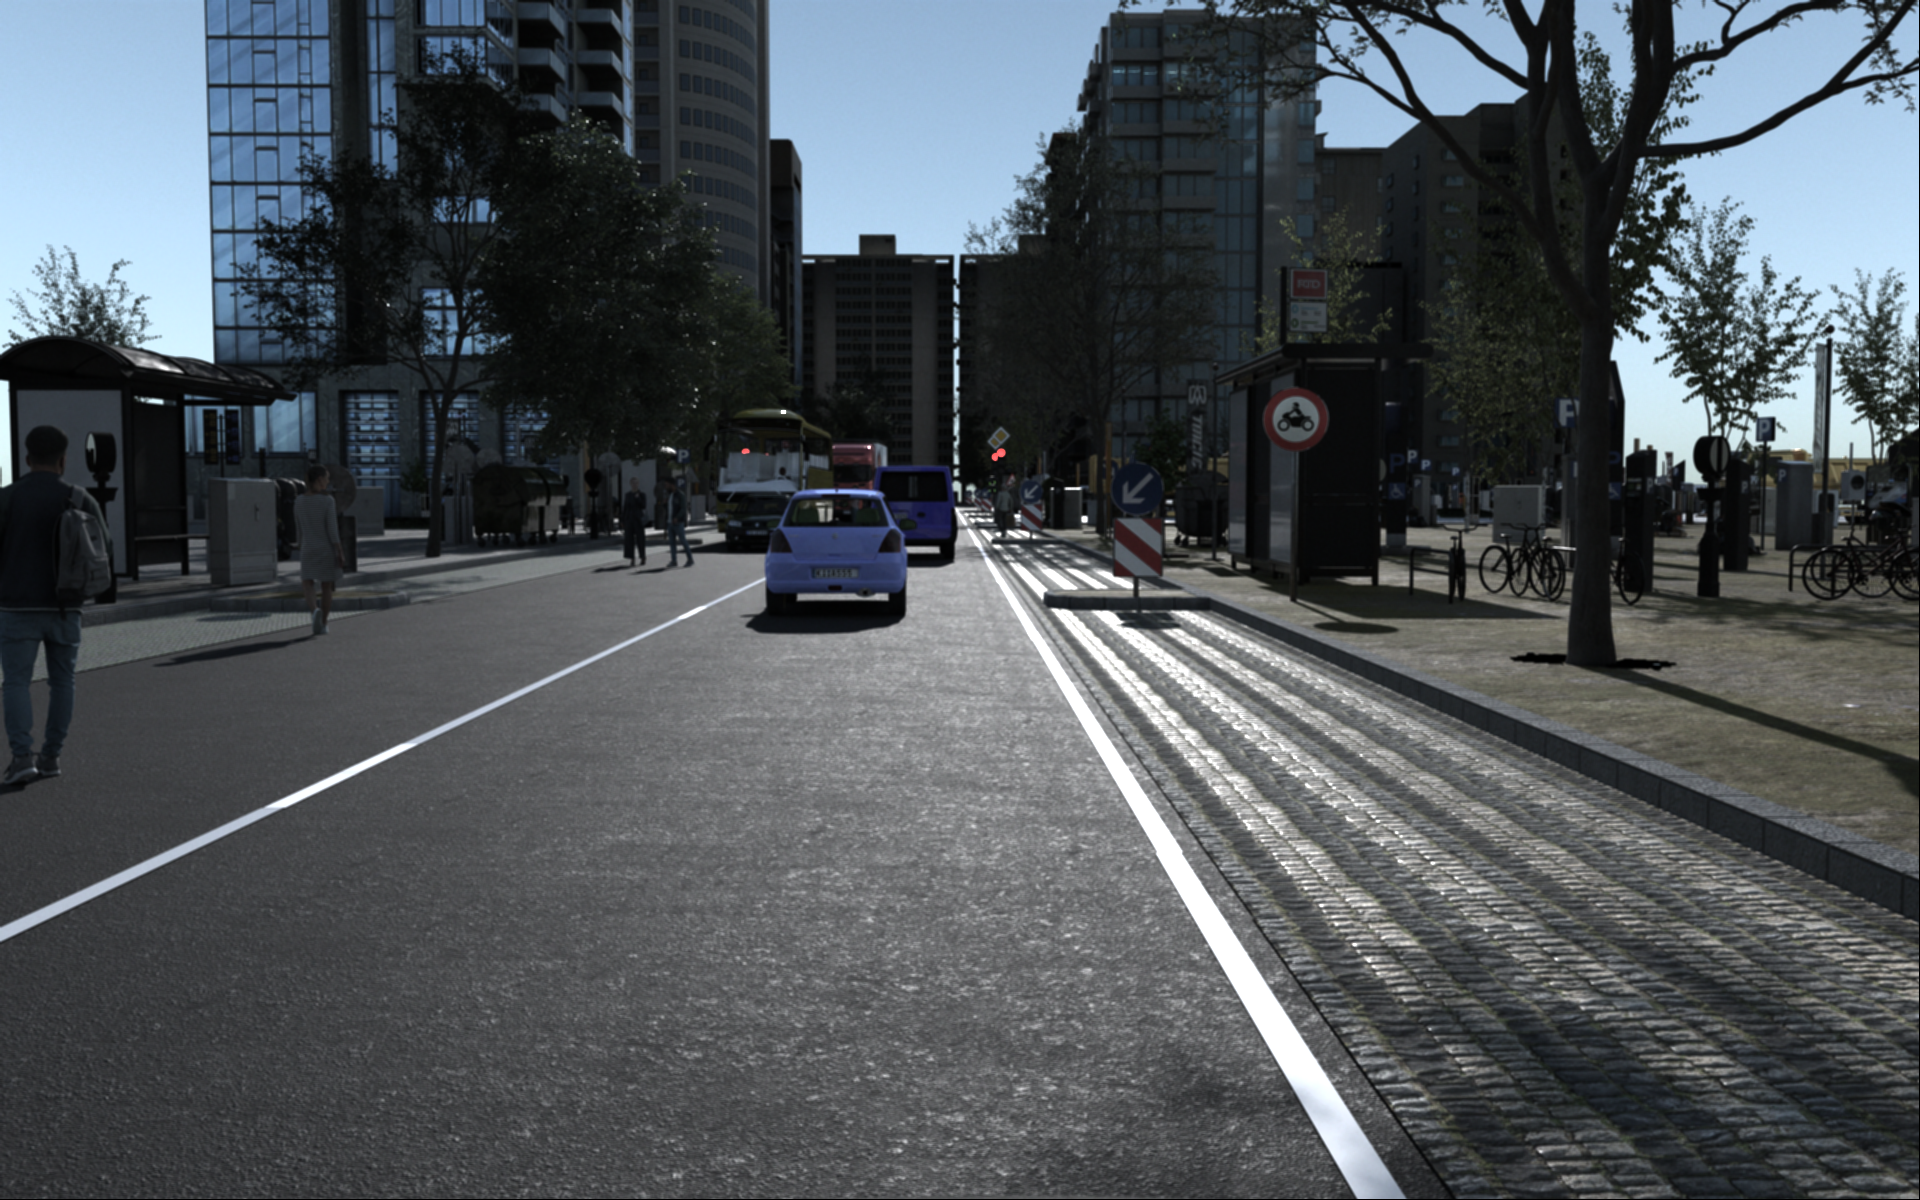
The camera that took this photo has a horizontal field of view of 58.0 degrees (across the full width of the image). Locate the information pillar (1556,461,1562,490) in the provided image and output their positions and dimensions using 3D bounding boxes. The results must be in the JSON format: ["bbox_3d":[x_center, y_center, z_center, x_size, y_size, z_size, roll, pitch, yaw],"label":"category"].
[{"bbox_3d":[40.676,-7.709,117.388,0.504,3.616,0.183,2,4,34],"label":"information pillar"}]

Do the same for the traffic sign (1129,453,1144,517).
[{"bbox_3d":[5.081,-2.940,48.181,0.768,2.556,0.104,0,4,6],"label":"traffic sign"}]

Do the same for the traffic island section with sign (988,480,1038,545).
[{"bbox_3d":[1.895,-2.500,49.508,1.989,1.847,2.006,0,4,0],"label":"traffic island section with sign"}]

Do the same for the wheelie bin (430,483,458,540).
[{"bbox_3d":[-14.340,-2.467,48.238,0.693,1.594,0.980,-3,4,-36],"label":"wheelie bin"}]

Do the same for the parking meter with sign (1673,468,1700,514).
[{"bbox_3d":[47.938,-7.210,114.151,1.738,3.016,0.543,-1,4,-12],"label":"parking meter with sign"}]

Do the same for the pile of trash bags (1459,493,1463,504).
[{"bbox_3d":[42.111,-7.992,140.418,3.447,1.369,1.912,0,4,5],"label":"pile of trash bags"}]

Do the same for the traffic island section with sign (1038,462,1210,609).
[{"bbox_3d":[2.092,-0.836,22.296,1.989,1.847,2.006,0,4,0],"label":"traffic island section with sign"}]

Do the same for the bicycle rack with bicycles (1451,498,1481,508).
[{"bbox_3d":[42.625,-8.238,148.070,2.852,0.926,2.925,3,4,38],"label":"bicycle rack with bicycles"}]

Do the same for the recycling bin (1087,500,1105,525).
[{"bbox_3d":[5.702,-3.575,71.010,0.722,1.027,0.722,-3,5,-45],"label":"recycling bin"}]

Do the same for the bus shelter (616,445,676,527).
[{"bbox_3d":[-12.422,-4.601,69.153,2.014,3.302,5.546,0,4,0],"label":"bus shelter"}]

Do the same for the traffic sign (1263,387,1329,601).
[{"bbox_3d":[3.995,-1.258,20.669,0.768,2.556,0.104,0,4,8],"label":"traffic sign"}]

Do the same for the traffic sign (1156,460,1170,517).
[{"bbox_3d":[4.226,-2.261,36.971,0.884,2.594,0.081,0,4,1],"label":"traffic sign"}]

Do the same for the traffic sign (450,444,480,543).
[{"bbox_3d":[-12.870,-2.763,45.171,0.884,2.594,0.081,0,4,5],"label":"traffic sign"}]

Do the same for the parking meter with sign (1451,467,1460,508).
[{"bbox_3d":[32.114,-7.102,112.378,0.543,3.016,1.738,1,4,19],"label":"parking meter with sign"}]

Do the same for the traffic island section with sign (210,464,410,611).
[{"bbox_3d":[-8.113,-0.814,21.936,1.989,1.847,2.006,0,4,0],"label":"traffic island section with sign"}]

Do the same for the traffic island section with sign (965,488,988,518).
[{"bbox_3d":[1.466,-5.871,104.625,1.989,1.847,2.006,0,4,0],"label":"traffic island section with sign"}]

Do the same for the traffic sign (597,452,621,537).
[{"bbox_3d":[-10.589,-3.188,52.237,0.768,2.556,0.104,0,4,8],"label":"traffic sign"}]

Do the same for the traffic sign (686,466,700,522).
[{"bbox_3d":[-12.354,-4.855,79.377,0.884,2.594,0.081,1,4,8],"label":"traffic sign"}]

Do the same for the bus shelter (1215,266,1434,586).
[{"bbox_3d":[5.491,-3.100,28.319,2.179,5.291,8.768,0,4,0],"label":"bus shelter"}]

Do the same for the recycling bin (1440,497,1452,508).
[{"bbox_3d":[42.252,-8.438,150.523,0.722,1.027,0.722,-3,4,-36],"label":"recycling bin"}]

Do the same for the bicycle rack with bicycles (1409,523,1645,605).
[{"bbox_3d":[6.749,-0.482,21.256,2.852,0.926,2.925,0,4,1],"label":"bicycle rack with bicycles"}]

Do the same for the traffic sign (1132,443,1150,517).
[{"bbox_3d":[4.677,-2.638,43.240,0.768,2.556,0.104,0,4,7],"label":"traffic sign"}]

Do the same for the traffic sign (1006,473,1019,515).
[{"bbox_3d":[3.244,-6.562,107.298,0.884,2.594,0.081,0,4,2],"label":"traffic sign"}]

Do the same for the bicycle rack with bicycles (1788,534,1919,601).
[{"bbox_3d":[11.802,-0.506,21.653,2.925,0.926,2.852,1,4,11],"label":"bicycle rack with bicycles"}]

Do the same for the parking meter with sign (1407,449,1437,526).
[{"bbox_3d":[18.255,-4.411,68.374,0.543,3.016,1.738,3,5,43],"label":"parking meter with sign"}]

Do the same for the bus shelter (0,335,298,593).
[{"bbox_3d":[-11.530,-1.894,24.886,2.014,3.302,5.546,0,4,0],"label":"bus shelter"}]

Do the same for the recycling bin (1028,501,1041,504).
[{"bbox_3d":[3.757,-4.492,86.001,0.722,1.027,0.722,0,4,-4],"label":"recycling bin"}]

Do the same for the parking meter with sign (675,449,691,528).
[{"bbox_3d":[-10.650,-4.279,66.222,0.543,3.016,1.738,0,4,-3],"label":"parking meter with sign"}]

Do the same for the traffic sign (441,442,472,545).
[{"bbox_3d":[-12.592,-2.641,43.186,0.884,2.594,0.081,0,4,4],"label":"traffic sign"}]

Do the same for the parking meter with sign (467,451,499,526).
[{"bbox_3d":[-19.602,-4.518,70.134,1.738,3.016,0.543,-2,4,-31],"label":"parking meter with sign"}]

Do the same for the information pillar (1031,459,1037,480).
[{"bbox_3d":[4.741,-7.323,111.093,0.183,3.616,0.504,-3,5,-44],"label":"information pillar"}]

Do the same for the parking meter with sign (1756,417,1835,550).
[{"bbox_3d":[19.092,-2.647,39.545,1.738,3.016,0.543,-1,4,-12],"label":"parking meter with sign"}]

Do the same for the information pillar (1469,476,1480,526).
[{"bbox_3d":[21.006,-4.051,70.724,0.304,2.012,0.304,-1,4,-10],"label":"information pillar"}]

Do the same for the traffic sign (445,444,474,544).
[{"bbox_3d":[-12.847,-2.714,44.478,0.768,2.556,0.104,0,4,5],"label":"traffic sign"}]

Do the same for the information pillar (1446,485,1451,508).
[{"bbox_3d":[39.698,-8.333,140.739,0.304,2.012,0.304,-3,5,-42],"label":"information pillar"}]

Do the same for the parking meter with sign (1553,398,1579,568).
[{"bbox_3d":[10.858,-2.098,30.560,0.543,3.016,1.738,1,4,11],"label":"parking meter with sign"}]

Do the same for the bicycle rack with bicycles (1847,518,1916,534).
[{"bbox_3d":[33.413,-2.952,61.654,2.852,0.926,2.925,3,5,39],"label":"bicycle rack with bicycles"}]

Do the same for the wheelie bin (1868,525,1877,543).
[{"bbox_3d":[24.442,-2.325,45.919,0.693,1.594,0.980,1,4,8],"label":"wheelie bin"}]

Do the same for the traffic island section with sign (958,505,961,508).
[{"bbox_3d":[0.878,-10.616,182.205,1.989,1.847,2.006,0,4,0],"label":"traffic island section with sign"}]

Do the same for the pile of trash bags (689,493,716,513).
[{"bbox_3d":[-17.312,-6.675,118.889,1.912,1.369,3.447,-3,4,-36],"label":"pile of trash bags"}]

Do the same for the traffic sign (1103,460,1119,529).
[{"bbox_3d":[5.460,-3.889,63.691,0.768,2.556,0.104,0,4,7],"label":"traffic sign"}]

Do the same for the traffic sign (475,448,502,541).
[{"bbox_3d":[-12.923,-2.896,47.460,0.768,2.556,0.104,0,4,5],"label":"traffic sign"}]

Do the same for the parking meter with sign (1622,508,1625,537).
[{"bbox_3d":[19.053,-3.414,52.081,1.738,3.016,0.543,1,4,15],"label":"parking meter with sign"}]

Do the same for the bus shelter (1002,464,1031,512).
[{"bbox_3d":[3.724,-7.622,118.535,2.014,3.302,5.546,0,4,0],"label":"bus shelter"}]

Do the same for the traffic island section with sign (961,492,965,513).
[{"bbox_3d":[1.262,-7.560,132.238,1.989,1.847,2.006,0,4,0],"label":"traffic island section with sign"}]

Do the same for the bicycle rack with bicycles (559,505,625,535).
[{"bbox_3d":[-11.719,-2.560,55.238,2.852,0.926,2.925,-2,4,-25],"label":"bicycle rack with bicycles"}]

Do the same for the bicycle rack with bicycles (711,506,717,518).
[{"bbox_3d":[-11.782,-4.801,91.877,2.925,0.926,2.852,0,4,0],"label":"bicycle rack with bicycles"}]

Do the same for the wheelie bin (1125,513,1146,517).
[{"bbox_3d":[6.057,-3.162,59.600,0.693,1.594,0.980,-3,4,-38],"label":"wheelie bin"}]

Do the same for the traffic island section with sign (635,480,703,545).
[{"bbox_3d":[-8.335,-2.463,48.891,1.989,1.847,2.006,0,4,0],"label":"traffic island section with sign"}]

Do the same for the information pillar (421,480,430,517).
[{"bbox_3d":[-26.160,-4.909,84.752,0.304,2.012,0.304,2,4,31],"label":"information pillar"}]
